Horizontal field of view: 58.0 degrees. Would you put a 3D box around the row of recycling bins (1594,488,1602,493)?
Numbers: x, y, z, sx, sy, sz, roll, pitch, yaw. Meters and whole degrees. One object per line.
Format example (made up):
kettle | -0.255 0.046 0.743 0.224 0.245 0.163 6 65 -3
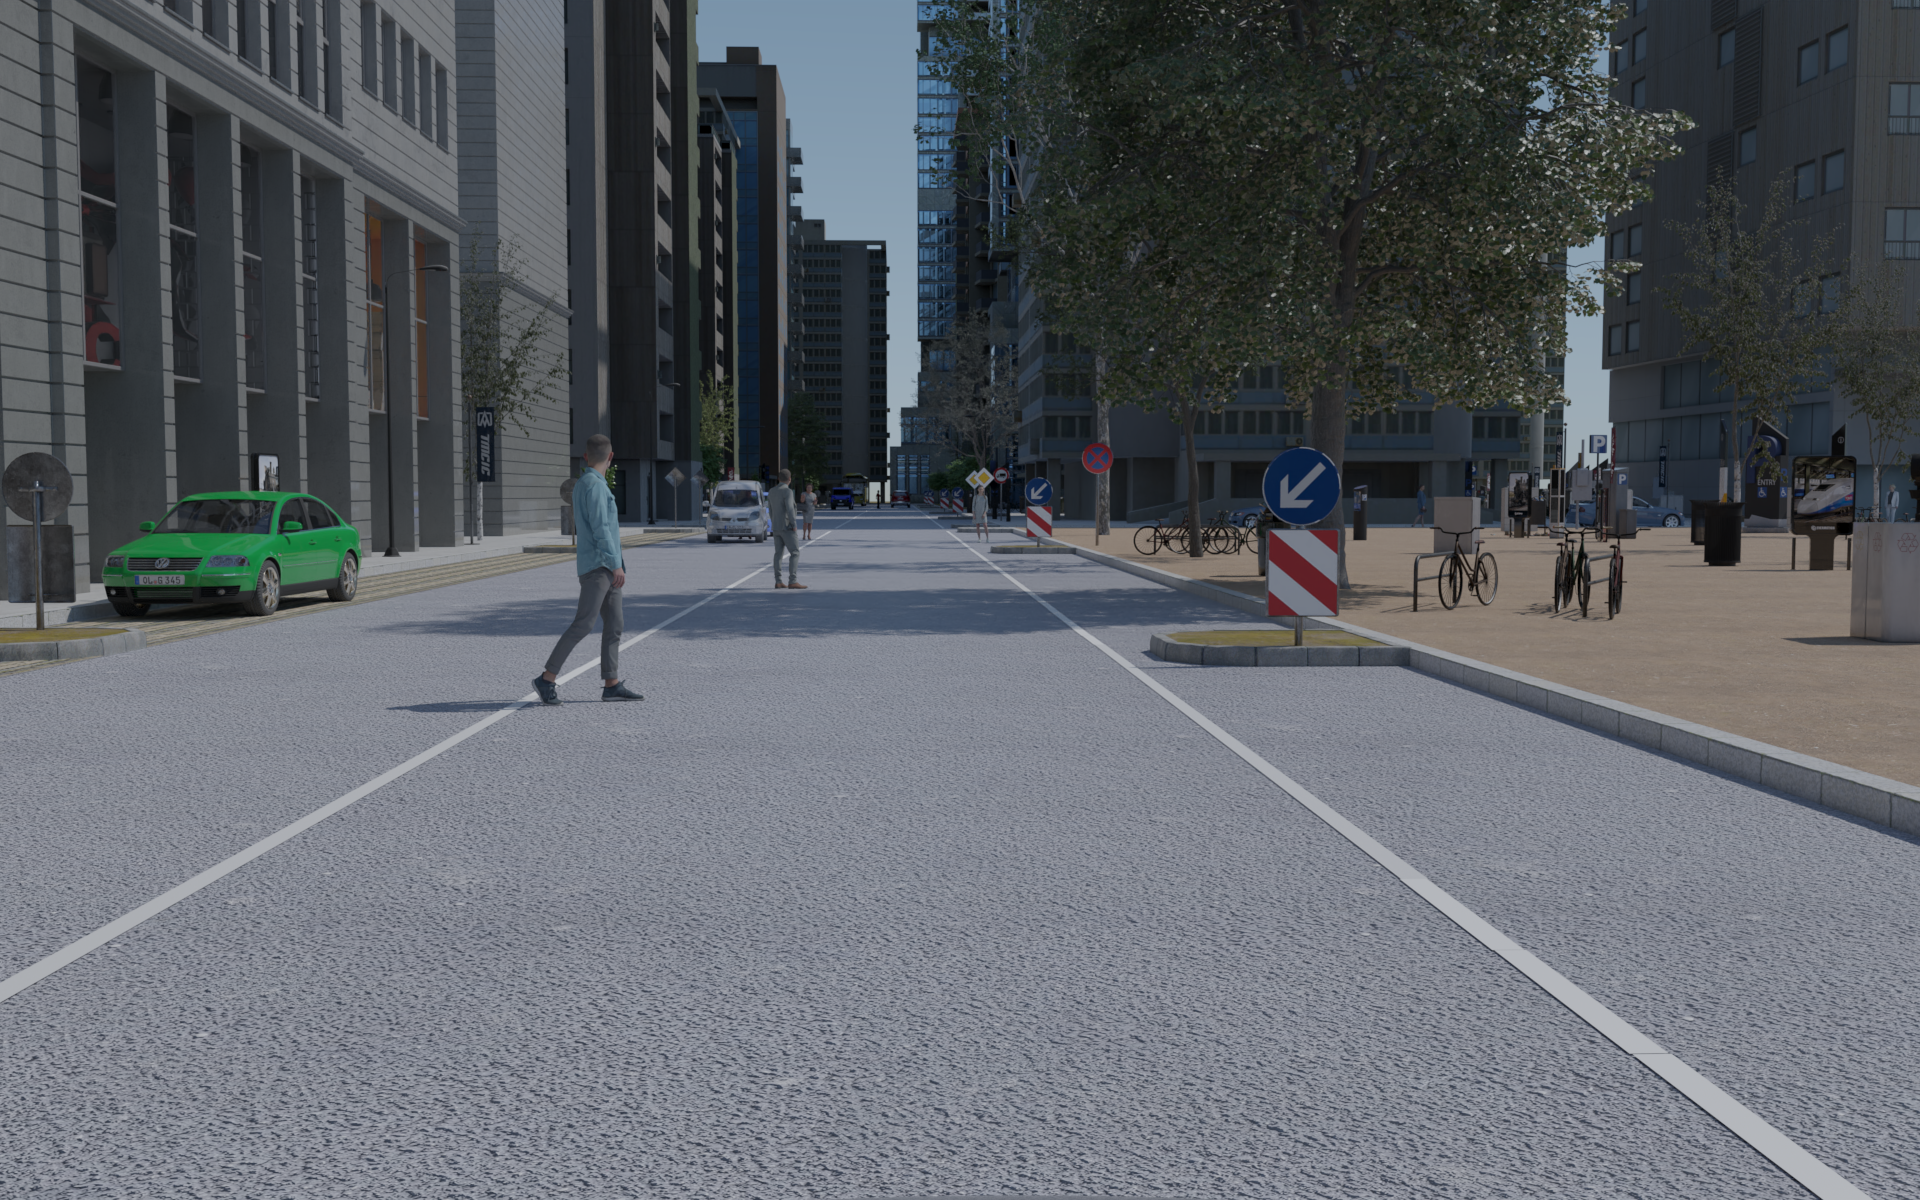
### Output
row of recycling bins | 40.247 -6.098 106.818 3.534 1.692 1.069 2 4 25

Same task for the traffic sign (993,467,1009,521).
traffic sign | 1.972 -5.056 82.776 0.768 2.556 0.104 0 4 3

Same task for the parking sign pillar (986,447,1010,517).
parking sign pillar | 1.977 -6.782 99.352 1.447 3.967 1.447 0 4 1

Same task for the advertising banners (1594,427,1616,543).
advertising banners | 17.166 -3.047 46.011 0.090 3.025 2.074 1 4 10

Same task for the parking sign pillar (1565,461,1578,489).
parking sign pillar | 49.817 -9.334 141.087 1.447 3.967 1.447 -2 4 -32

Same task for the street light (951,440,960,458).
street light | -0.589 -10.729 147.962 1.470 5.913 1.316 0 4 -2

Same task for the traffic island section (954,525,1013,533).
traffic island section | 0.925 -2.628 65.249 2.009 0.180 2.903 0 4 -2

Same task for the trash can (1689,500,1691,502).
trash can | 18.652 -1.942 43.411 0.748 1.137 0.748 0 3 0

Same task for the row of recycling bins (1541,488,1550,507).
row of recycling bins | 42.269 -7.311 126.647 3.534 1.692 1.069 -3 5 -44

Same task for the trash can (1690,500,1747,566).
trash can | 13.632 -1.180 30.945 0.748 1.137 0.748 0 3 0

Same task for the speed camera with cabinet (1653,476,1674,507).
speed camera with cabinet | 36.690 -5.870 90.308 0.660 3.252 2.038 3 4 37

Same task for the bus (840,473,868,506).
bus | -12.368 -13.017 204.370 2.896 3.916 12.252 0 4 -1

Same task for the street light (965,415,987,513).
street light | 0.974 -7.925 102.112 1.470 5.913 1.316 0 4 -2

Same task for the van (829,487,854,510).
van | -10.739 -9.401 158.090 2.240 2.365 5.245 0 4 -1

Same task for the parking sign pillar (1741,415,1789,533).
parking sign pillar | 26.680 -4.208 57.280 1.447 3.967 1.447 -2 4 -28

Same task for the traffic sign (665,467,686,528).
traffic sign | -10.636 -3.739 64.776 0.795 2.450 0.064 0 4 -2

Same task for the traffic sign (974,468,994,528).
traffic sign | 0.902 -3.763 65.171 0.795 2.450 0.064 0 4 -2

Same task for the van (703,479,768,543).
van | -6.681 -2.758 52.099 2.013 2.044 4.112 0 4 -4

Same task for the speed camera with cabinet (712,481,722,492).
speed camera with cabinet | -16.334 -7.789 121.680 2.038 3.252 0.660 -2 4 -27

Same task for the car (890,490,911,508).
car | -6.180 -10.478 179.991 2.281 1.827 5.304 0 4 -2

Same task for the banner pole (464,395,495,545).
banner pole | -12.140 -3.288 43.768 0.863 3.779 0.401 0 4 3

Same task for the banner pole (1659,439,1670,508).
banner pole | 32.067 -5.431 78.819 0.401 3.779 0.863 -1 4 -15

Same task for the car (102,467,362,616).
car | -8.954 -0.783 21.604 1.959 1.807 4.718 0 4 -1

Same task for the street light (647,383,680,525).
street light | -12.436 -6.128 72.734 1.470 5.913 1.316 0 4 -2

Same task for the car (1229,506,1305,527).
car | 13.028 -3.509 69.374 4.499 1.417 2.014 0 4 -1

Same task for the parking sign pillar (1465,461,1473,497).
parking sign pillar | 28.776 -6.703 98.058 1.447 3.967 1.447 1 4 15

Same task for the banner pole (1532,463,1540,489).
banner pole | 46.334 -9.149 139.596 0.863 3.779 0.401 0 4 2

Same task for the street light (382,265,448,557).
street light | -11.086 -3.837 35.275 1.470 5.913 1.316 0 4 -2

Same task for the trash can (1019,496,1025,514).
trash can | 4.177 -6.172 112.567 0.748 1.137 0.748 0 3 0

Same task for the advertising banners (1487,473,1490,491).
advertising banners | 43.683 -9.077 144.589 2.074 3.025 0.090 -3 4 -38

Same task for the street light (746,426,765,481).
street light | -14.036 -8.932 118.583 1.470 5.913 1.316 0 4 -2

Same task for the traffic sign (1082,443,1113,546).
traffic sign | 3.409 -2.622 42.973 0.768 2.556 0.104 0 4 3

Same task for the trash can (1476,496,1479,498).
trash can | 39.618 -7.527 134.715 0.748 1.137 0.748 0 3 0

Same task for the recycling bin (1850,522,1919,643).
recycling bin | 8.347 -0.163 15.225 0.722 1.027 0.722 0 4 4

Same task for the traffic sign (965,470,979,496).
traffic sign | 0.613 -4.251 73.151 0.795 2.450 0.064 0 4 -2

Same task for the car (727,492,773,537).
car | -6.984 -3.036 59.227 1.945 1.707 3.694 0 4 0

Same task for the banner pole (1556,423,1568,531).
banner pole | 21.139 -4.335 60.900 0.401 3.779 0.863 -1 4 -9

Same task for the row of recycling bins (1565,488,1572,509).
row of recycling bins | 41.017 -6.652 115.868 1.069 1.692 3.534 2 4 25

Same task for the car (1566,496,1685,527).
car | 26.610 -3.499 69.210 4.499 1.417 2.014 0 4 -1

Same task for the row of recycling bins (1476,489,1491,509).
row of recycling bins | 37.435 -7.270 125.983 3.534 1.692 1.069 1 4 22

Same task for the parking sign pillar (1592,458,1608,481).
parking sign pillar | 48.275 -8.693 130.599 1.447 3.967 1.447 -3 5 -42

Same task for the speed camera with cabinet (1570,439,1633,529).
speed camera with cabinet | 23.222 -4.177 62.632 2.038 3.252 0.660 1 4 17

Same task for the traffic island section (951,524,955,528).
traffic island section | 0.636 -3.116 73.229 2.009 0.180 2.903 0 4 -2

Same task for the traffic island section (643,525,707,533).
traffic island section | -10.659 -2.603 64.837 2.009 0.180 2.903 0 4 -2

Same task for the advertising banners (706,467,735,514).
advertising banners | -15.624 -7.145 113.010 2.074 3.025 0.090 1 4 17

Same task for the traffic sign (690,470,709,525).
traffic sign | -10.925 -4.227 72.756 0.795 2.450 0.064 0 4 -2
